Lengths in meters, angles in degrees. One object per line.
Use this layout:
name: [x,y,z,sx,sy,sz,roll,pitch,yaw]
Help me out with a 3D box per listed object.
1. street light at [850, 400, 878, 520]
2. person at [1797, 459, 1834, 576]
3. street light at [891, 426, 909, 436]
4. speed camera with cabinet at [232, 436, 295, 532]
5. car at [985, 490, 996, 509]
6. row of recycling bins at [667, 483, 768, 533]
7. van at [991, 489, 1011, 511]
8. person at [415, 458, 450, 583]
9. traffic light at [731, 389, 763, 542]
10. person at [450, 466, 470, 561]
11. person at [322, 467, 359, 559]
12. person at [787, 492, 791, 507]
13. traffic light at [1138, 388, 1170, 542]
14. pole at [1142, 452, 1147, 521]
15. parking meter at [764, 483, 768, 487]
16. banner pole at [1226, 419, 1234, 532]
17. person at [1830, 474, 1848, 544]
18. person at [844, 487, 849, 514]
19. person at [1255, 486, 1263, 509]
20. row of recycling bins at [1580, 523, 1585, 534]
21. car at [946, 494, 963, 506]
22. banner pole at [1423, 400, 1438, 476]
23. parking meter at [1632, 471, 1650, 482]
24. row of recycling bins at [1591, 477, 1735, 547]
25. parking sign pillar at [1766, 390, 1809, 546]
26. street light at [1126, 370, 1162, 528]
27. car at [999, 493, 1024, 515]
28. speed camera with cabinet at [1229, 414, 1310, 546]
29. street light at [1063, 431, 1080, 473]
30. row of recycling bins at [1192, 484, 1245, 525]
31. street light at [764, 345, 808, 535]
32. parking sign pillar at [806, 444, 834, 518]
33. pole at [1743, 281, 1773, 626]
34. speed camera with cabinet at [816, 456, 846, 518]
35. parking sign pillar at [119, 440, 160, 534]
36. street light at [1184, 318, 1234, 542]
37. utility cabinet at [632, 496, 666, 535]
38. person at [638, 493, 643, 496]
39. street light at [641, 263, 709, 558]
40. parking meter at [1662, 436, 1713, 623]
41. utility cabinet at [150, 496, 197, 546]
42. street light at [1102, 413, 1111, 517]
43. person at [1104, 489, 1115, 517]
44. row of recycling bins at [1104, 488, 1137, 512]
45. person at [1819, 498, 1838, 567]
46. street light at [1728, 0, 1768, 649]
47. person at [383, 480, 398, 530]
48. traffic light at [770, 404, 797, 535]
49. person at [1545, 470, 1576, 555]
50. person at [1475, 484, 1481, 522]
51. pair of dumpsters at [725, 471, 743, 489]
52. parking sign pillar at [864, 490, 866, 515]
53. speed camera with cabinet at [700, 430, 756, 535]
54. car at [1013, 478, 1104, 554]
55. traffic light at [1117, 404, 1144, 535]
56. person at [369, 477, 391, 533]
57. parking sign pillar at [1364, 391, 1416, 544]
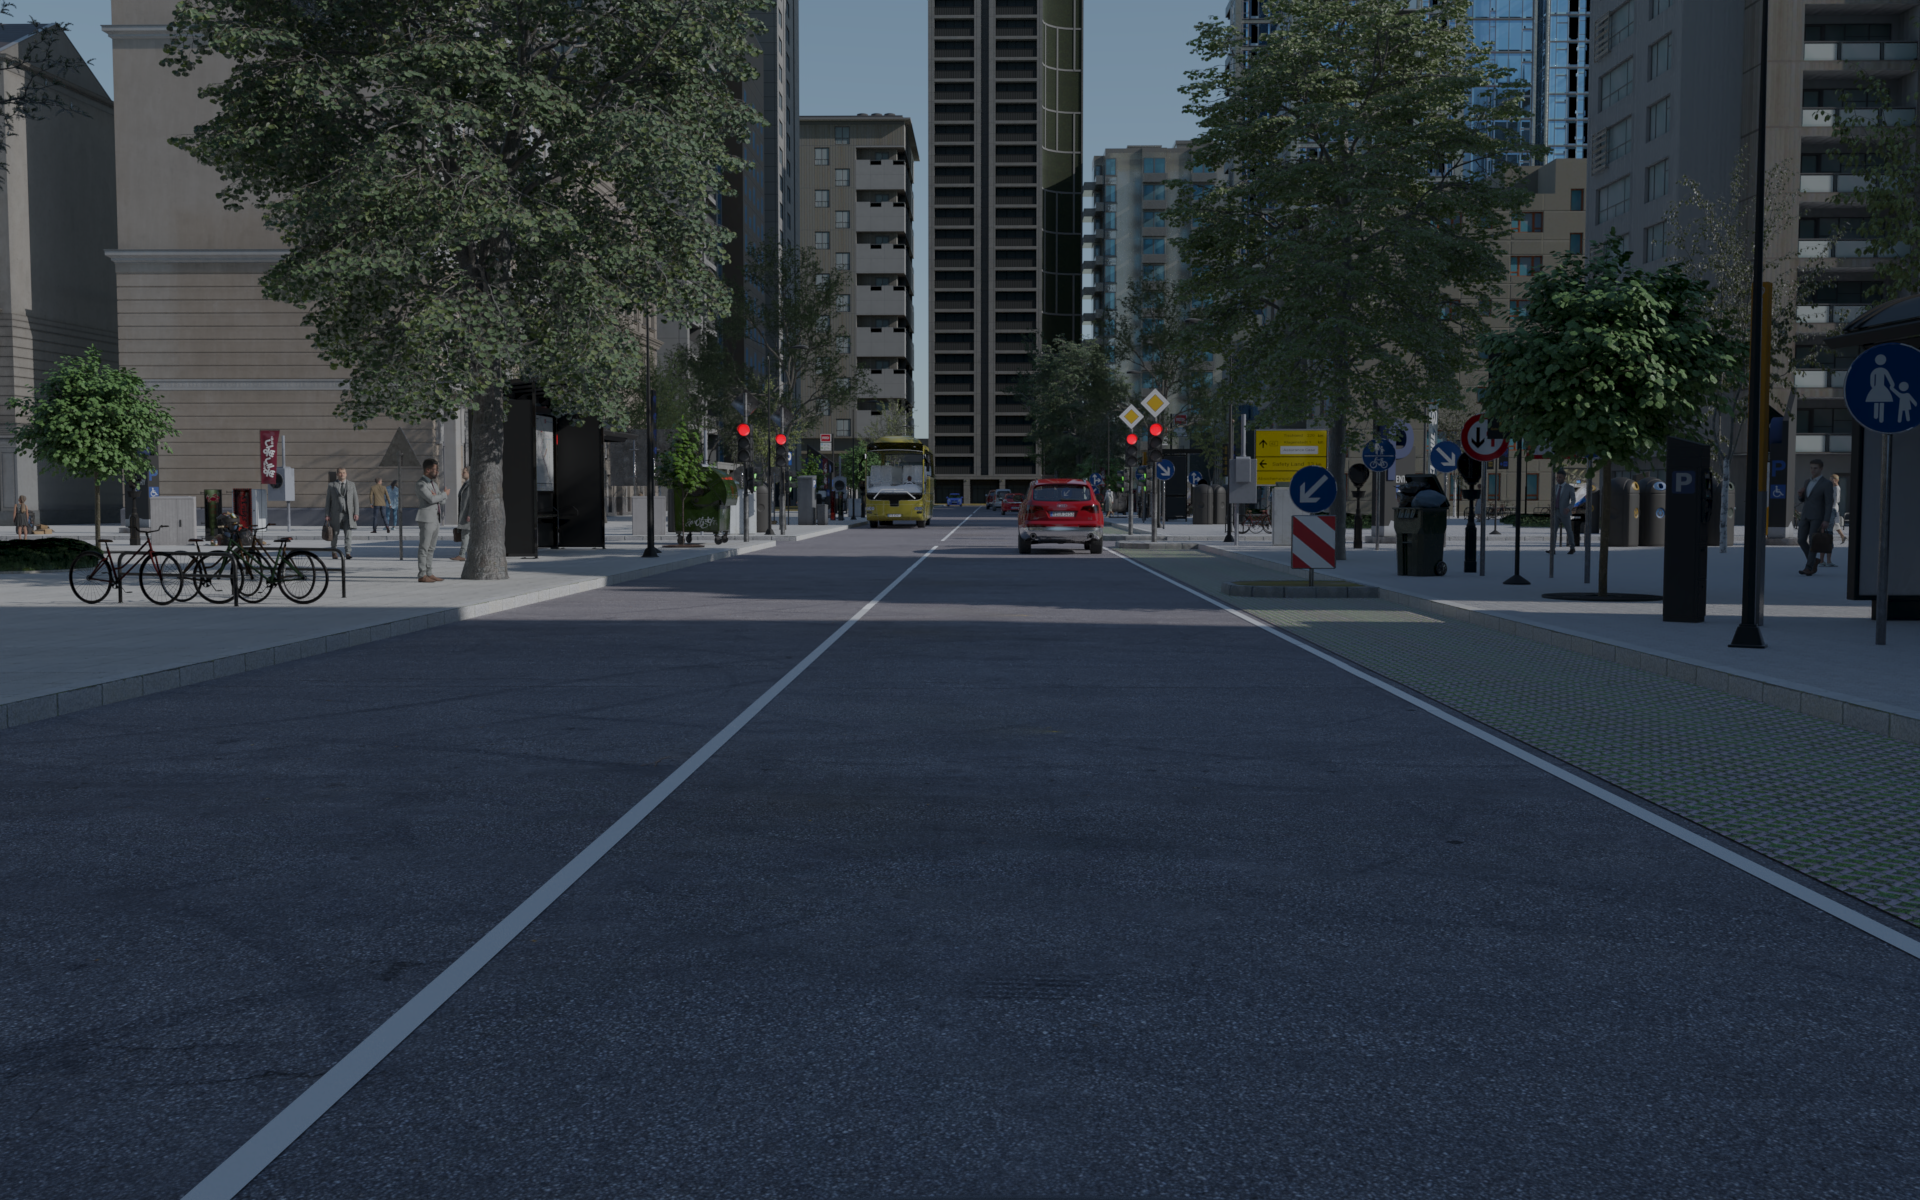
street light: [-4.759,-6.943,86.057,1.470,5.913,1.316,0,4,1]
person: [13.442,-1.298,27.225,0.822,1.834,0.622,-2,4,-35]
street light: [-4.119,-8.875,117.639,1.470,5.913,1.316,0,4,1]
speed camera with cabinet: [-23.594,-3.931,58.610,2.038,3.252,0.660,1,4,12]
car: [3.499,-9.440,163.008,2.281,1.827,5.304,0,4,2]
row of recycling bins: [-8.092,-3.111,57.970,3.534,1.692,1.069,1,4,8]
van: [3.619,-8.577,147.241,2.013,2.044,4.112,0,4,0]
person: [-7.663,-1.161,25.200,0.466,1.800,0.511,0,4,-7]
traffic light: [-5.703,-3.506,46.250,0.839,4.253,0.868,0,4,1]
person: [-9.433,-1.648,33.089,0.767,1.812,0.694,-3,4,-36]
person: [-12.181,-1.708,34.068,0.694,1.812,0.767,-2,4,-26]
person: [-17.358,-10.411,175.897,0.705,1.869,1.348,0,4,0]
traffic light: [5.156,-3.494,46.049,0.839,4.253,0.868,0,4,1]
pole: [8.913,-5.500,83.773,0.158,3.312,0.155,0,3,0]
parking meter: [-9.903,-5.073,88.661,0.399,1.863,0.255,3,5,42]
banner pole: [9.160,-4.181,58.371,0.401,3.779,0.863,0,4,8]
person: [22.306,-2.308,44.138,0.624,1.780,0.694,2,4,32]
person: [-7.454,-6.502,112.530,0.661,1.801,0.590,2,4,32]
person: [20.187,-6.821,117.370,0.655,1.846,0.447,0,4,-4]
row of recycling bins: [21.528,-2.970,55.678,3.534,1.692,1.069,3,5,40]
car: [-0.613,-11.725,201.288,1.945,1.707,3.694,0,4,1]
banner pole: [11.521,-3.211,42.522,0.401,3.779,0.863,3,5,43]
parking meter: [17.383,-2.360,44.291,0.399,1.863,0.255,0,4,1]
row of recycling bins: [17.367,-2.170,42.590,3.534,1.692,1.069,-1,4,-14]
parking sign pillar: [20.668,-3.367,43.518,1.447,3.967,1.447,2,4,33]
street light: [6.954,-5.669,65.226,1.470,5.913,1.316,0,4,1]
car: [3.736,-6.715,118.827,2.155,1.783,4.494,0,4,0]
speed camera with cabinet: [7.735,-2.981,43.072,2.038,3.252,0.660,1,4,9]
street light: [8.323,-9.541,128.530,1.470,5.913,1.316,0,4,1]
row of recycling bins: [11.087,-4.076,73.747,1.069,1.692,3.534,3,5,39]
street light: [-5.427,-4.991,54.151,1.470,5.913,1.316,0,4,1]
parking sign pillar: [-7.672,-6.401,93.124,1.447,3.967,1.447,1,4,22]
pole: [7.726,-1.403,16.783,0.158,3.312,0.155,0,3,0]
speed camera with cabinet: [-6.953,-5.870,90.316,2.038,3.252,0.660,0,4,-2]
parking sign pillar: [-26.852,-4.180,56.810,1.447,3.967,1.447,2,4,32]
street light: [6.624,-4.490,45.950,1.470,5.913,1.316,0,4,1]
utility cabinet: [-9.696,-2.620,54.004,1.020,1.237,0.306,0,4,-6]
person: [-10.220,-2.759,55.427,0.640,1.303,0.475,2,4,27]
street light: [-5.744,-3.816,34.927,1.470,5.913,1.316,0,4,1]
parking meter: [7.290,-0.712,17.346,0.399,1.863,0.255,3,5,41]
utility cabinet: [-19.692,-1.969,43.362,1.020,1.237,0.306,-1,4,-12]
street light: [7.763,-7.609,96.955,1.470,5.913,1.316,0,4,1]
person: [8.297,-5.484,95.927,0.641,1.798,0.478,-1,4,-20]
row of recycling bins: [12.003,-7.117,123.480,3.534,1.692,1.069,0,4,4]
person: [15.311,-1.211,30.530,0.332,1.250,0.352,1,4,18]
street light: [6.072,-2.559,14.376,1.470,5.913,1.316,0,4,1]
person: [-20.274,-3.391,61.755,0.793,1.790,0.793,2,4,31]
traffic light: [-5.543,-3.995,54.233,0.839,4.253,0.868,0,4,1]
person: [12.769,-1.858,36.701,0.850,1.792,0.678,-3,4,-38]
person: [23.653,-4.434,79.114,0.480,1.755,0.524,-3,4,-38]
pair of dumpsters: [-9.815,-4.132,70.049,1.574,2.255,4.437,0,4,1]
parking sign pillar: [-5.911,-7.387,109.243,1.447,3.967,1.447,0,4,1]
speed camera with cabinet: [-7.447,-3.679,54.485,2.038,3.252,0.660,-2,4,-33]
car: [2.457,-2.104,43.079,2.281,1.827,5.304,0,4,2]
traffic light: [5.316,-3.982,54.033,0.839,4.253,0.868,0,4,1]
person: [-19.016,-3.113,56.850,0.836,1.842,0.656,2,4,32]
parking sign pillar: [11.326,-3.470,45.203,1.447,3.967,1.447,-3,5,-40]
